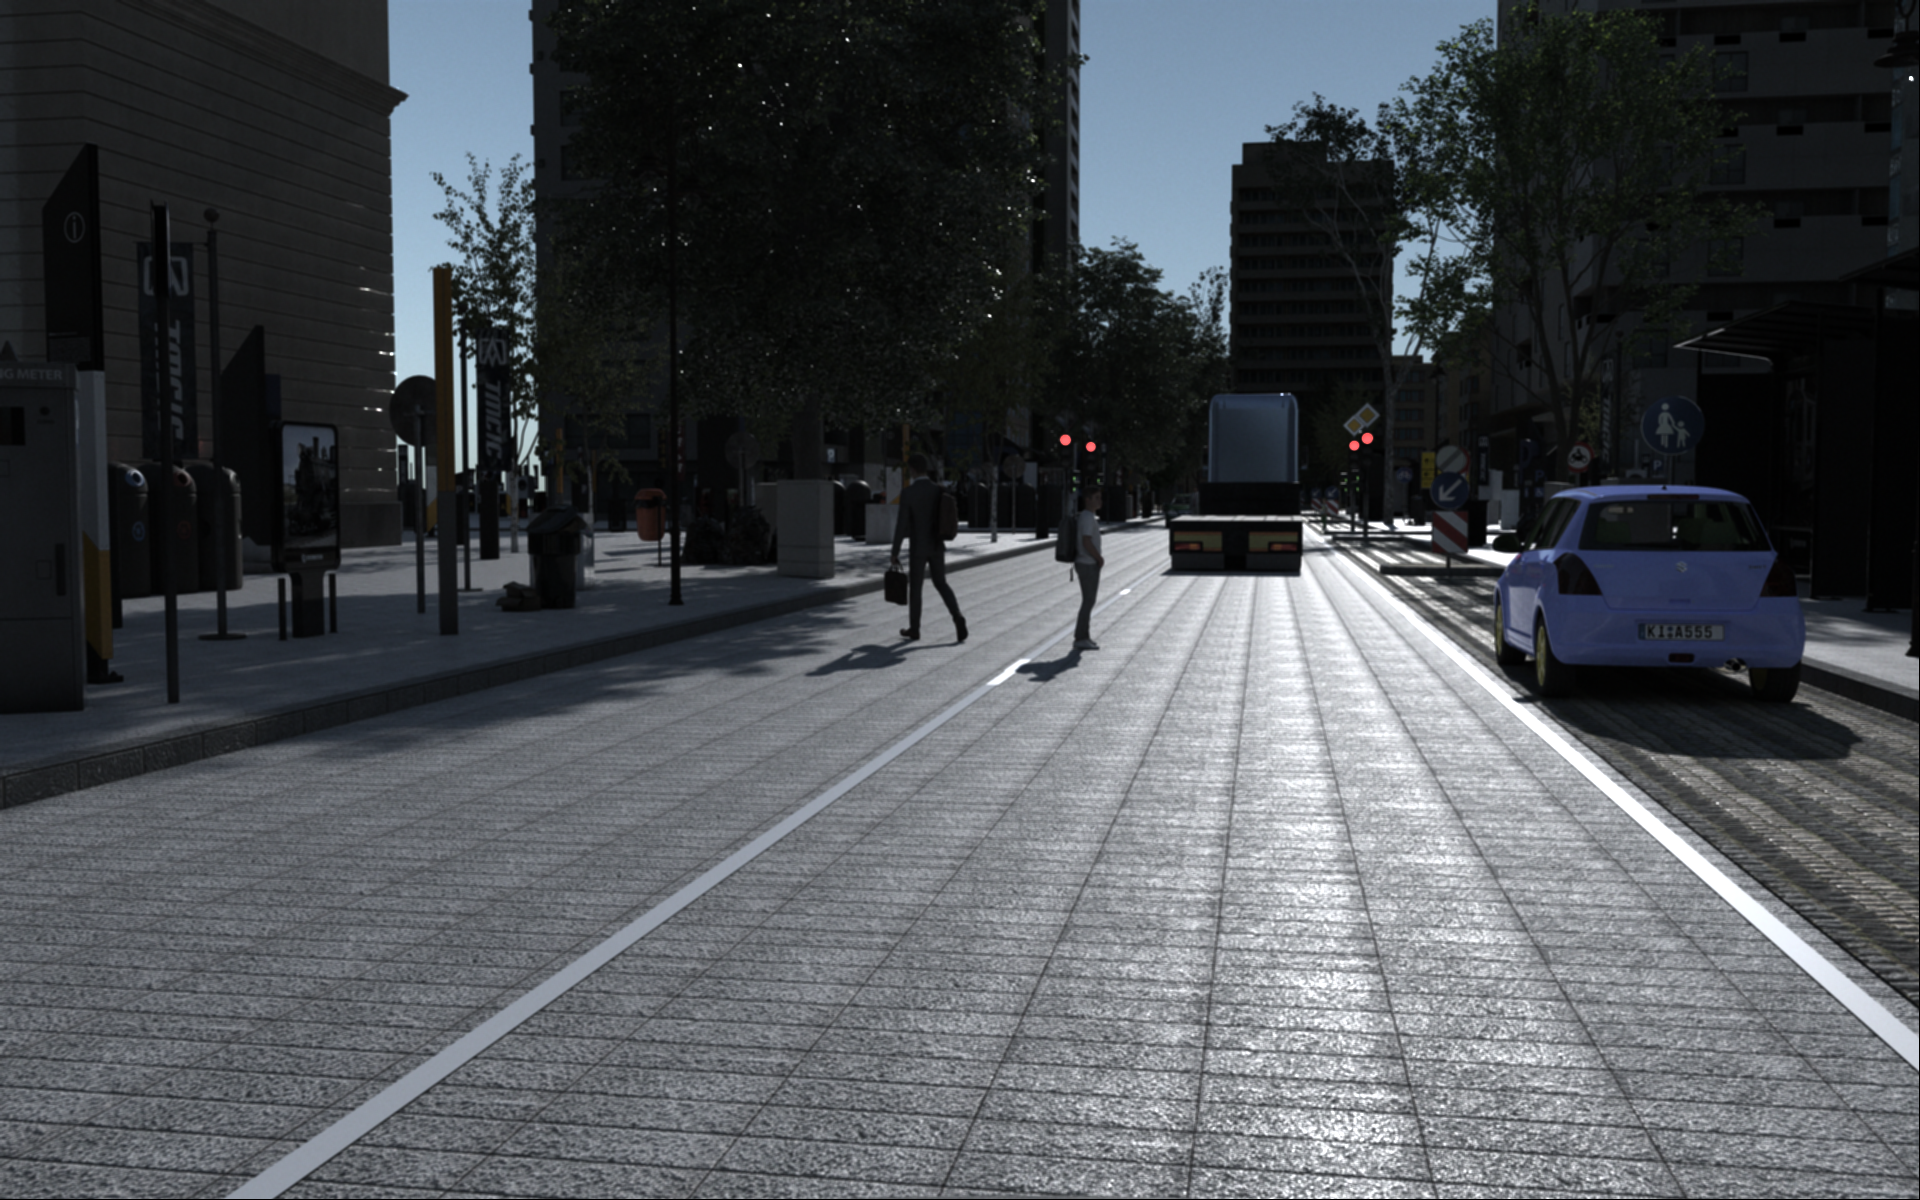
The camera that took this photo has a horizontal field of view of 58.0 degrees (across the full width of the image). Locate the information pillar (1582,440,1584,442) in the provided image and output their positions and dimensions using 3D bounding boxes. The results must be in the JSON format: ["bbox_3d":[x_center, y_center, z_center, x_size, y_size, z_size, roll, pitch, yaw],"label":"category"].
[{"bbox_3d":[26.777,-5.095,74.652,0.183,3.616,0.504,1,4,9],"label":"information pillar"}]

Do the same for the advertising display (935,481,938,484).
[{"bbox_3d":[-0.808,-5.109,88.753,0.974,1.923,0.123,-2,4,-31],"label":"advertising display"}]

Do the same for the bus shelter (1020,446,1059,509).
[{"bbox_3d":[2.981,-4.995,75.586,2.014,3.302,5.546,1,4,10],"label":"bus shelter"}]

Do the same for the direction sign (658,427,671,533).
[{"bbox_3d":[-9.644,-4.001,57.412,0.876,3.537,0.379,2,4,29],"label":"direction sign"}]

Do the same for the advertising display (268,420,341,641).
[{"bbox_3d":[-5.872,-0.632,15.555,0.123,1.923,0.974,1,4,9],"label":"advertising display"}]

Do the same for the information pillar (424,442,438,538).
[{"bbox_3d":[-15.534,-3.647,50.988,0.183,3.616,0.504,2,4,34],"label":"information pillar"}]

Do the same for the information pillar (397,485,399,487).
[{"bbox_3d":[-43.726,-7.995,135.208,0.304,2.012,0.304,-2,4,-25],"label":"information pillar"}]

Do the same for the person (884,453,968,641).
[{"bbox_3d":[-0.331,-0.517,16.910,0.622,1.834,0.822,-3,4,-38],"label":"person"}]

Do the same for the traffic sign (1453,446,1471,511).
[{"bbox_3d":[13.192,-2.814,46.123,0.768,2.556,0.104,1,4,11],"label":"traffic sign"}]

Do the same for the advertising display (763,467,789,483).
[{"bbox_3d":[-4.359,-2.200,41.190,0.123,1.923,0.974,2,4,26],"label":"advertising display"}]

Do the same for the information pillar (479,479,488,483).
[{"bbox_3d":[-22.679,-4.772,82.521,0.304,2.012,0.304,-3,5,-44],"label":"information pillar"}]

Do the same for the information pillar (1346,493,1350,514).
[{"bbox_3d":[24.808,-6.488,110.572,0.304,2.012,0.304,0,4,3],"label":"information pillar"}]

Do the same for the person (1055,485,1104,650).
[{"bbox_3d":[1.172,-0.302,16.034,0.523,1.515,0.503,-3,4,-38],"label":"person"}]

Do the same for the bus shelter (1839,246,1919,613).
[{"bbox_3d":[9.798,-1.490,15.642,1.731,3.624,6.357,1,4,10],"label":"bus shelter"}]

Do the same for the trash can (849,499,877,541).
[{"bbox_3d":[-2.658,-2.188,47.426,0.748,1.137,0.748,0,3,0],"label":"trash can"}]

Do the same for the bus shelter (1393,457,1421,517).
[{"bbox_3d":[24.464,-6.250,96.119,2.014,3.302,5.546,1,4,10],"label":"bus shelter"}]

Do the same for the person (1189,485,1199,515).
[{"bbox_3d":[9.652,-3.793,70.791,0.678,1.792,0.850,2,4,26],"label":"person"}]

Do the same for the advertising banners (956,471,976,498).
[{"bbox_3d":[0.474,-8.088,128.422,0.090,3.025,2.074,-3,5,-44],"label":"advertising banners"}]

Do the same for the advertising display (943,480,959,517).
[{"bbox_3d":[-0.419,-4.465,78.219,0.123,1.923,0.974,-3,5,-45],"label":"advertising display"}]

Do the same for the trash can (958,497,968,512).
[{"bbox_3d":[0.182,-4.695,88.421,0.748,1.137,0.748,0,3,0],"label":"trash can"}]

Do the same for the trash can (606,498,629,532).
[{"bbox_3d":[-11.494,-2.841,58.103,0.748,1.137,0.748,0,3,0],"label":"trash can"}]

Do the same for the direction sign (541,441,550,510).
[{"bbox_3d":[-17.864,-5.057,74.686,0.379,3.537,0.876,-3,4,-38],"label":"direction sign"}]

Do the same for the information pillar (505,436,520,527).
[{"bbox_3d":[-17.214,-4.600,66.566,0.504,3.616,0.183,-3,4,-38],"label":"information pillar"}]

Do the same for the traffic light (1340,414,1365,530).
[{"bbox_3d":[13.846,-4.410,61.018,0.839,4.253,0.868,1,4,10],"label":"traffic light"}]

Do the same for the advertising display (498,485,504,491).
[{"bbox_3d":[-32.838,-7.195,122.845,0.974,1.923,0.123,1,4,12],"label":"advertising display"}]

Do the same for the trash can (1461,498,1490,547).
[{"bbox_3d":[12.610,-1.886,42.482,0.748,1.137,0.748,0,3,0],"label":"trash can"}]

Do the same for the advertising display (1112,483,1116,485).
[{"bbox_3d":[8.917,-5.861,101.048,0.974,1.923,0.123,1,4,8],"label":"advertising display"}]

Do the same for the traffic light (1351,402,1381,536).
[{"bbox_3d":[12.453,-3.929,53.154,0.839,4.253,0.868,1,4,10],"label":"traffic light"}]

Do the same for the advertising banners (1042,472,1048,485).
[{"bbox_3d":[7.622,-8.705,138.507,2.074,3.025,0.090,0,3,0],"label":"advertising banners"}]

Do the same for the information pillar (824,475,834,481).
[{"bbox_3d":[-5.124,-3.868,67.731,0.304,2.012,0.304,-2,4,-24],"label":"information pillar"}]

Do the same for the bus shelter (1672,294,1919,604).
[{"bbox_3d":[11.390,-1.993,23.876,1.731,3.624,6.357,1,4,10],"label":"bus shelter"}]

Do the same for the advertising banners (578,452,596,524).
[{"bbox_3d":[-15.765,-4.708,73.157,0.090,3.025,2.074,0,4,6],"label":"advertising banners"}]

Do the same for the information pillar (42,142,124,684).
[{"bbox_3d":[-5.979,-1.247,11.748,0.504,3.616,0.183,2,4,26],"label":"information pillar"}]

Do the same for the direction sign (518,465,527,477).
[{"bbox_3d":[-33.768,-8.680,133.916,0.379,3.537,0.876,3,5,44],"label":"direction sign"}]

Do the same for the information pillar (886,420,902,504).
[{"bbox_3d":[-2.023,-3.745,52.592,0.504,3.616,0.183,0,4,3],"label":"information pillar"}]

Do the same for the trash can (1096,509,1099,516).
[{"bbox_3d":[8.112,-5.392,99.810,0.748,1.137,0.748,0,3,0],"label":"trash can"}]

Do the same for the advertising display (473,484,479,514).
[{"bbox_3d":[-31.831,-6.668,114.241,0.123,1.923,0.974,1,4,15],"label":"advertising display"}]

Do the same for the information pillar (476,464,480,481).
[{"bbox_3d":[-37.190,-8.719,133.914,0.504,3.616,0.183,0,4,6],"label":"information pillar"}]

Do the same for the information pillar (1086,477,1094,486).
[{"bbox_3d":[5.462,-4.187,72.948,0.304,2.012,0.304,1,4,9],"label":"information pillar"}]

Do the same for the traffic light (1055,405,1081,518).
[{"bbox_3d":[3.380,-4.026,54.739,0.839,4.253,0.868,1,4,10],"label":"traffic light"}]

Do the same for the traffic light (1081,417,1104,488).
[{"bbox_3d":[4.772,-4.507,62.602,0.839,4.253,0.868,1,4,10],"label":"traffic light"}]

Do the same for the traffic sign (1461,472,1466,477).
[{"bbox_3d":[13.966,-2.860,48.898,0.606,2.300,0.079,1,4,19],"label":"traffic sign"}]

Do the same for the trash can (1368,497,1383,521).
[{"bbox_3d":[21.956,-4.873,91.319,0.748,1.137,0.748,0,3,0],"label":"trash can"}]

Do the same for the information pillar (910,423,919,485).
[{"bbox_3d":[-1.557,-3.983,56.477,0.504,3.616,0.183,-2,4,-26],"label":"information pillar"}]

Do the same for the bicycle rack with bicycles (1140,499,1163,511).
[{"bbox_3d":[14.087,-6.899,126.175,2.852,0.926,2.925,2,4,29],"label":"bicycle rack with bicycles"}]

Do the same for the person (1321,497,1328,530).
[{"bbox_3d":[14.528,-3.440,69.000,0.306,1.304,0.590,2,4,31],"label":"person"}]

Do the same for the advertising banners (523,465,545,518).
[{"bbox_3d":[-23.421,-5.918,92.951,2.074,3.025,0.090,0,4,7],"label":"advertising banners"}]

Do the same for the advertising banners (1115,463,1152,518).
[{"bbox_3d":[9.323,-5.945,93.389,2.074,3.025,0.090,1,4,15],"label":"advertising banners"}]

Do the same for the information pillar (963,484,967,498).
[{"bbox_3d":[0.365,-7.400,125.484,0.304,2.012,0.304,1,4,9],"label":"information pillar"}]

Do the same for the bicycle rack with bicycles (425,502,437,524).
[{"bbox_3d":[-23.118,-3.742,74.568,2.852,0.926,2.925,0,4,3],"label":"bicycle rack with bicycles"}]

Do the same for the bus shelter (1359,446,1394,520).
[{"bbox_3d":[20.884,-5.884,87.483,1.731,3.624,6.357,1,4,10],"label":"bus shelter"}]
